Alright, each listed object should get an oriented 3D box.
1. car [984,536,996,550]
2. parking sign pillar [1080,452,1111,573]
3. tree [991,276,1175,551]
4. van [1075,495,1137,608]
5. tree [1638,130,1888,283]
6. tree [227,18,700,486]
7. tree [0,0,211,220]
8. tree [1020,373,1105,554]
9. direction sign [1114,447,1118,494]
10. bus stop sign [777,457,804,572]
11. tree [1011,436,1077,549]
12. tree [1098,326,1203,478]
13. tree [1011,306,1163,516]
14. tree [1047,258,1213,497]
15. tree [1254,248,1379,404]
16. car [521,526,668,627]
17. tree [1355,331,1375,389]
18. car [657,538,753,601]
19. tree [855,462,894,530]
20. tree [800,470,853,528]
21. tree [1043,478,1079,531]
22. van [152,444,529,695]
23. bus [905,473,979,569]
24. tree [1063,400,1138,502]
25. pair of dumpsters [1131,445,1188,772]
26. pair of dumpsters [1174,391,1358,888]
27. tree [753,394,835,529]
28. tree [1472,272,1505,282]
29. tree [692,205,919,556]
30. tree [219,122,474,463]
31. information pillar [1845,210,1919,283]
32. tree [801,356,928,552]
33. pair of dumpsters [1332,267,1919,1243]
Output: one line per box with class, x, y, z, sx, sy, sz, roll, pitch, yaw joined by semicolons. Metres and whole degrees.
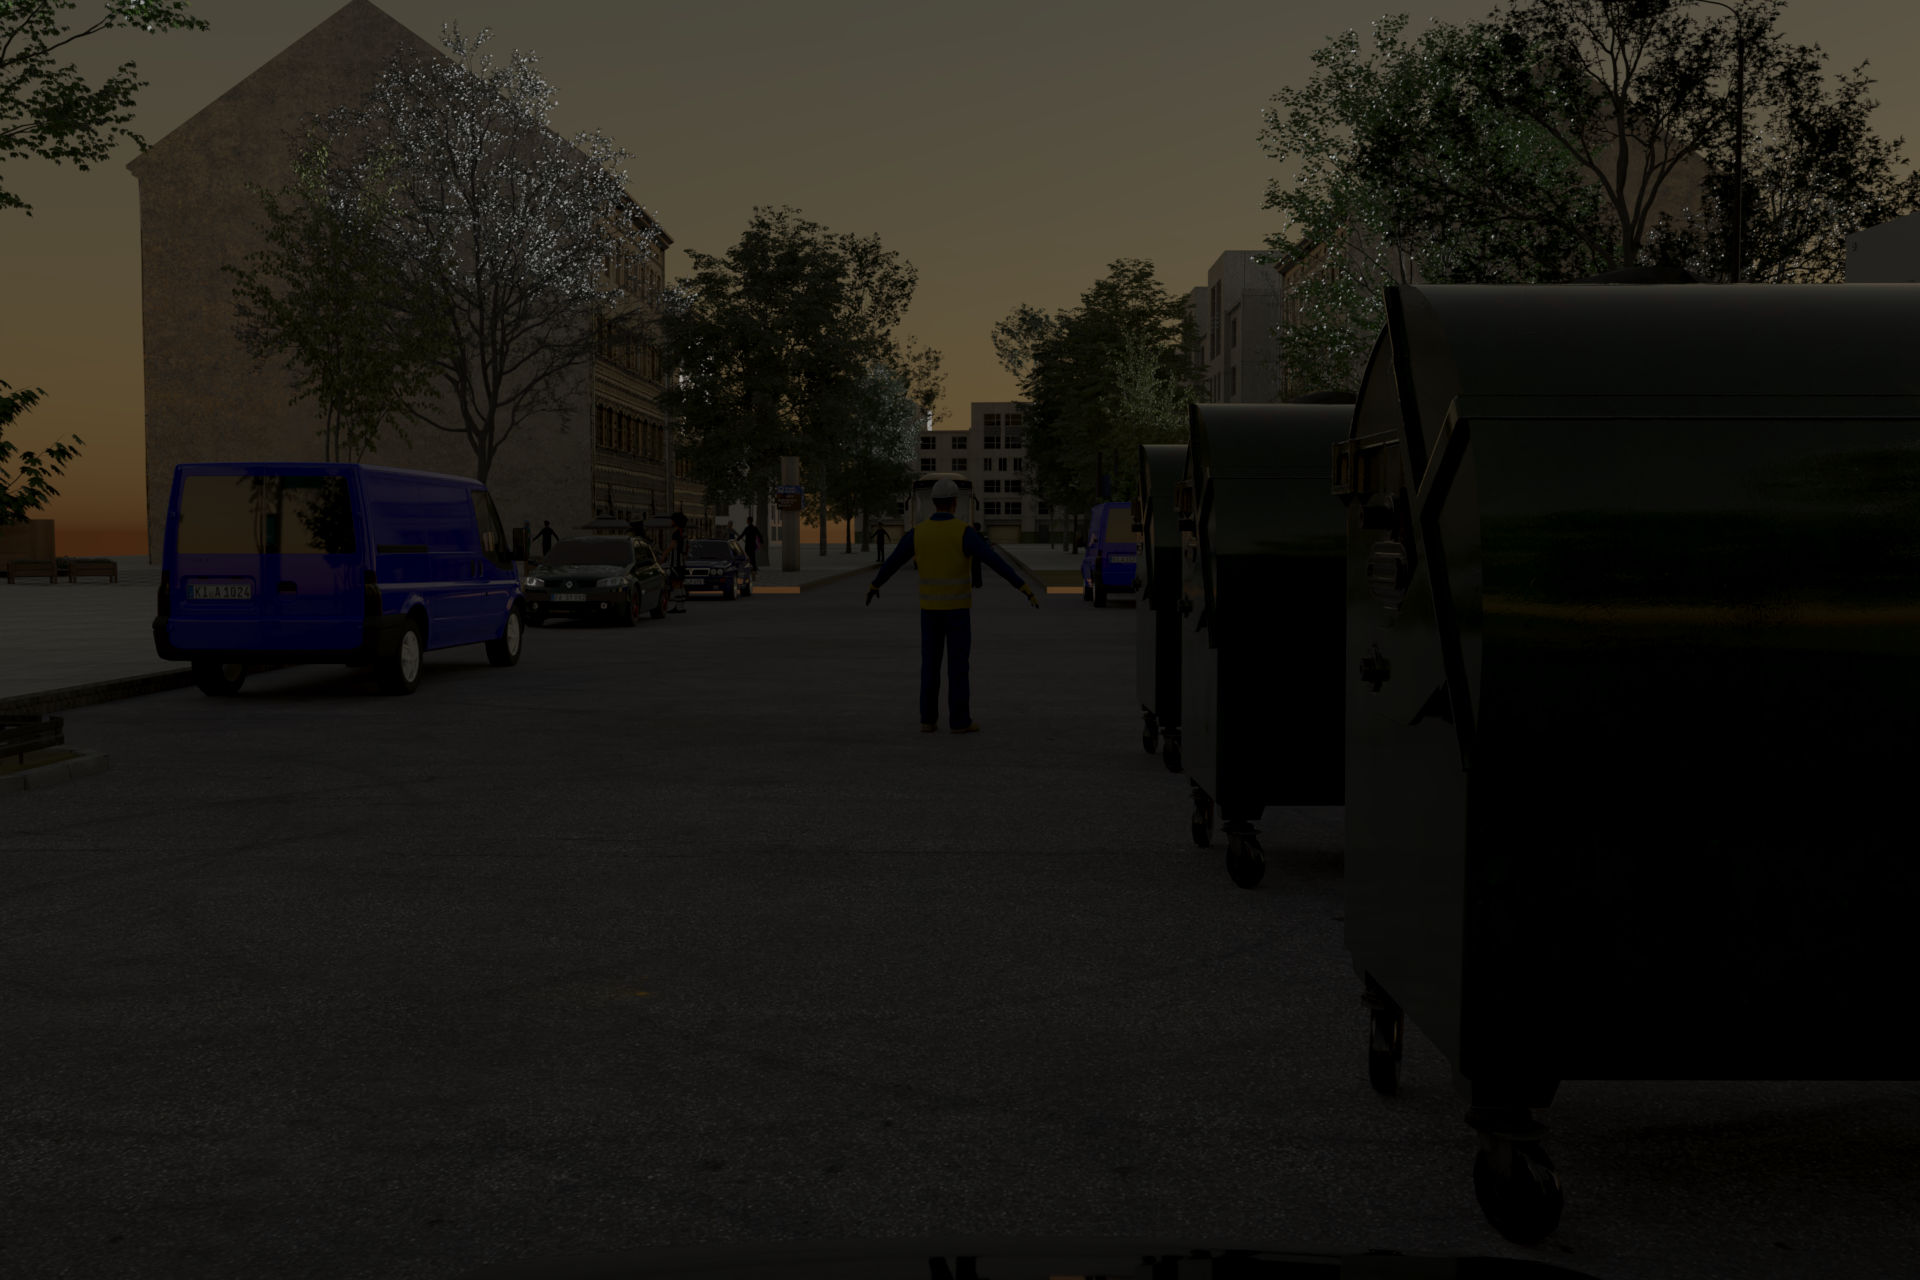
car;0.905;-4.790;90.899;1.945;1.354;3.894;0;4;0
parking sign pillar;4.724;-4.219;57.457;1.447;3.967;1.447;0;4;1
tree;9.051;-16.543;126.362;12.611;20.169;13.585;0;3;0
van;3.559;-1.899;35.430;2.240;2.365;5.245;0;4;0
tree;24.144;-8.647;51.742;12.009;13.543;11.850;0;3;0
tree;-11.457;-8.006;41.270;12.009;13.543;11.850;0;3;0
tree;-12.135;-5.672;18.493;9.928;11.665;9.643;0;3;0
tree;7.463;-11.238;109.495;9.928;11.665;9.643;0;3;0
direction sign;4.106;-3.288;45.753;0.379;3.537;0.876;0;4;0
bus stop sign;-5.776;-4.286;59.092;0.837;3.901;0.837;0;4;2
tree;8.087;-13.092;148.474;8.767;10.594;7.601;1;4;20
tree;6.665;-6.779;61.203;4.737;8.622;4.395;0;3;0
tree;7.632;-11.620;96.646;9.857;13.997;8.962;0;3;0
tree;6.964;-9.419;72.134;7.486;12.596;7.792;0;3;0
tree;9.436;-5.784;44.927;4.360;8.622;3.978;0;3;0
car;-5.858;-1.115;28.013;2.009;1.686;4.222;0;4;0
tree;14.278;-6.346;54.117;4.737;8.622;4.395;0;3;0
car;-5.669;-1.589;38.558;1.945;1.354;3.894;0;4;1
tree;-7.520;-11.350;135.935;4.360;8.622;3.978;0;3;0
tree;-18.187;-19.363;234.706;7.486;12.596;7.792;0;3;0
tree;8.635;-11.637;140.628;4.737;8.622;4.395;0;3;0
van;-5.785;-0.775;17.055;2.240;2.365;5.245;0;4;1
bus;-0.657;-5.012;73.497;2.896;3.916;12.252;0;4;0
tree;7.401;-8.228;84.893;4.737;8.622;4.395;0;3;0
pair of dumpsters;3.291;-0.363;10.890;4.436;2.255;1.574;0;4;0
pair of dumpsters;3.156;-0.156;7.495;4.436;2.255;1.574;0;3;0
tree;-8.465;-8.140;83.451;4.360;8.622;3.978;0;3;0
tree;15.051;-6.025;48.871;4.360;8.622;3.978;0;3;0
tree;-9.254;-15.006;101.233;12.611;20.169;13.585;0;3;0
tree;-11.312;-5.000;32.111;4.737;8.622;4.395;0;3;0
information pillar;7.038;-1.321;12.914;0.184;3.620;1.656;0;4;1
tree;-6.897;-13.420;126.068;9.857;13.997;8.962;0;3;0
pair of dumpsters;3.132;0.059;3.981;4.436;2.255;1.574;0;4;0
